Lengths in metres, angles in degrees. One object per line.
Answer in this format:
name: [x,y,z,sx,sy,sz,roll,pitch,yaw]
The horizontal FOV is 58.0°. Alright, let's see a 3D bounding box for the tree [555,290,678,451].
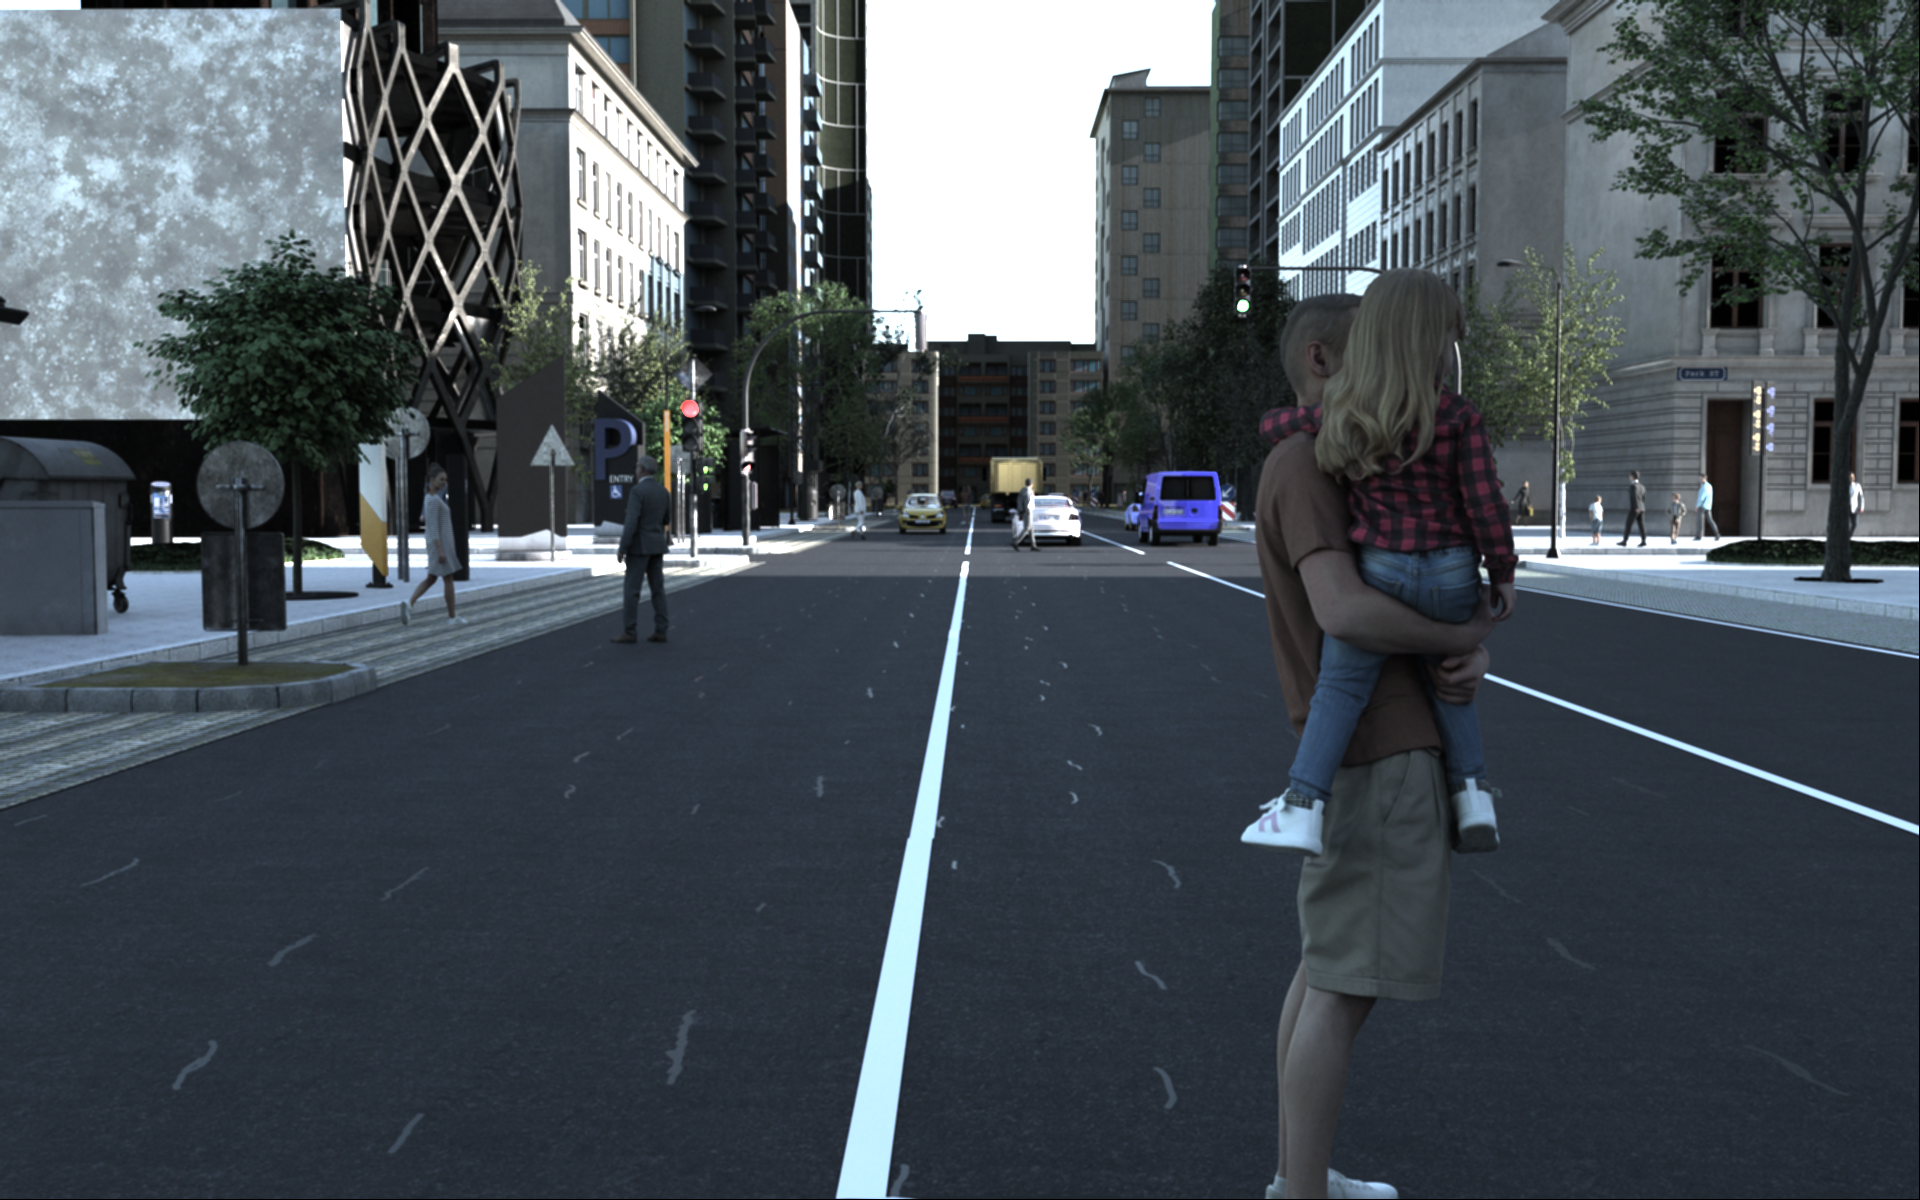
tree: [-12.212,-6.810,61.703,4.360,8.622,3.978,0,3,0]

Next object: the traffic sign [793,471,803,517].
traffic sign: [-8.929,-5.819,95.254,0.768,2.556,0.104,0,4,3]

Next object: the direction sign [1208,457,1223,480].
direction sign: [13.855,-6.259,94.334,0.876,3.537,0.379,1,4,17]

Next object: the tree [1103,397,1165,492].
tree: [12.784,-10.805,127.018,4.737,8.622,4.395,0,3,0]

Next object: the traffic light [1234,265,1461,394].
traffic light: [7.812,-3.666,34.610,4.771,5.953,1.251,0,4,1]

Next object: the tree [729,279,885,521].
tree: [-7.281,-9.599,82.698,9.928,11.665,9.643,0,3,0]

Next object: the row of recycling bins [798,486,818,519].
row of recycling bins: [-8.007,-5.128,90.954,1.069,1.692,3.534,0,4,-7]

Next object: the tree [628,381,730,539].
tree: [-8.389,-4.086,50.522,4.285,4.588,4.351,0,3,0]

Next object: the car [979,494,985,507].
car: [3.096,-10.751,185.995,2.015,1.641,3.980,0,4,-1]

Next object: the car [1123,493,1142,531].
car: [7.409,-3.577,68.079,1.945,1.707,3.694,0,4,1]

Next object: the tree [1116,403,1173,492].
tree: [14.380,-11.291,134.977,4.360,8.622,3.978,0,3,0]

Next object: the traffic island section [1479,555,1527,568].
traffic island section: [9.945,-0.768,34.845,2.009,0.180,2.903,0,4,1]

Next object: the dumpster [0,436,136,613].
dumpster: [-9.576,-0.746,17.959,1.264,1.857,1.865,0,4,1]

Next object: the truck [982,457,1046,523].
truck: [2.870,-5.749,89.918,3.469,3.379,9.791,0,4,1]

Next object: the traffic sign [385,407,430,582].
traffic sign: [-8.062,-1.532,25.149,0.768,2.556,0.104,0,4,6]

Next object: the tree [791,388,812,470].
tree: [-11.668,-9.882,111.936,4.360,8.622,3.978,0,3,0]

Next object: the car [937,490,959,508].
car: [-1.279,-10.407,178.826,2.281,1.827,5.304,0,4,1]

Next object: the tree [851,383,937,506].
tree: [-7.068,-17.075,189.540,12.009,13.543,11.850,0,3,0]

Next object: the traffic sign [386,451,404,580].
traffic sign: [-8.399,-1.580,25.932,0.768,2.556,0.104,0,4,6]

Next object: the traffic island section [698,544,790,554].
traffic island section: [-5.318,-1.266,42.984,2.009,0.180,2.903,0,4,1]

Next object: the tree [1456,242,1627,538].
tree: [17.240,-6.095,50.018,4.737,8.622,4.395,0,3,0]

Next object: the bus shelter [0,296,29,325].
bus shelter: [-9.149,-1.131,12.411,2.014,3.302,5.546,0,4,1]

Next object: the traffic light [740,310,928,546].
traffic light: [-3.185,-4.171,42.863,4.771,5.953,1.251,0,4,1]

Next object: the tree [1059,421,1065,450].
tree: [13.250,-13.990,154.488,9.928,11.665,9.643,0,3,0]

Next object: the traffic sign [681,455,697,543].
traffic sign: [-7.203,-2.747,45.015,0.768,2.556,0.104,1,4,10]

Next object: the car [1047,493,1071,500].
car: [6.780,-6.905,121.939,2.155,1.783,4.494,0,4,2]

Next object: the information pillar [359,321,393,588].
information pillar: [-8.023,-1.976,23.669,0.504,3.616,0.183,2,4,34]

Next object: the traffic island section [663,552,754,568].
traffic island section: [-5.396,-0.778,34.999,2.009,0.180,2.903,0,4,1]

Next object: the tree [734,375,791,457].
tree: [-12.286,-9.462,105.066,4.737,8.622,4.395,0,3,0]

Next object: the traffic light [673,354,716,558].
traffic light: [-5.356,-2.810,34.864,0.839,4.253,0.868,0,4,1]

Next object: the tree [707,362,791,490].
tree: [-12.253,-8.909,96.022,4.360,8.622,3.978,0,3,0]

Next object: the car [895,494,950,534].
car: [-1.372,-3.268,63.657,2.015,1.641,3.980,0,4,-1]

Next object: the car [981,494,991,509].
car: [2.949,-9.381,163.602,2.015,1.641,3.980,0,4,2]

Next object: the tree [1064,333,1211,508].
tree: [13.532,-11.351,111.341,9.928,11.665,9.643,0,3,0]

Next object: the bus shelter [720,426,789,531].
bus shelter: [-7.419,-4.389,63.037,1.731,3.624,6.357,0,4,1]

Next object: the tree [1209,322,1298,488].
tree: [12.832,-7.502,73.020,4.360,8.622,3.978,0,3,0]

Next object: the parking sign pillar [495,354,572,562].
parking sign pillar: [-8.274,-2.752,33.465,1.447,3.967,1.447,-1,4,-12]

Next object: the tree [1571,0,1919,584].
tree: [13.017,-6.069,24.986,9.928,11.665,9.643,0,3,0]

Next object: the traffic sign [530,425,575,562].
traffic sign: [-7.641,-1.983,32.429,0.884,2.594,0.081,1,4,10]

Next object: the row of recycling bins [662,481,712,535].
row of recycling bins: [-8.964,-2.979,55.820,1.069,1.692,3.534,1,4,17]

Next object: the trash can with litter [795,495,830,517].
trash can with litter: [-8.277,-5.340,98.363,2.233,1.210,1.678,-1,4,-13]

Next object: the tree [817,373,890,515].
tree: [-6.780,-9.495,105.612,4.737,8.622,4.395,0,3,0]

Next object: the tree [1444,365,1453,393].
tree: [17.424,-6.521,56.975,4.737,8.622,4.395,0,3,0]

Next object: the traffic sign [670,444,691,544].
traffic sign: [-7.206,-2.703,44.303,0.768,2.556,0.104,0,4,8]

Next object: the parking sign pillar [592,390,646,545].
parking sign pillar: [-8.744,-3.426,44.487,1.447,3.967,1.447,1,4,19]

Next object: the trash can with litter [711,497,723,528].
trash can with litter: [-9.142,-3.277,64.972,0.624,1.170,1.055,-1,4,-9]

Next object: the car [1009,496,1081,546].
car: [2.443,-2.260,49.310,2.083,1.381,4.827,0,4,1]

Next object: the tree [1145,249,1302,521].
tree: [13.540,-10.067,81.598,9.611,12.733,9.660,0,3,0]

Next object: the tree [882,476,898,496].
tree: [-6.703,-10.618,168.208,1.663,3.219,1.824,0,3,0]

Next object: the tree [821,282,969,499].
tree: [-5.911,-18.230,153.946,12.611,20.169,13.585,0,3,0]

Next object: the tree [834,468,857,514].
tree: [-7.302,-7.163,111.715,1.663,3.219,1.824,0,3,0]

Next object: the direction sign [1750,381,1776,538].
direction sign: [16.144,-2.623,34.887,0.876,3.537,0.379,-3,4,-38]

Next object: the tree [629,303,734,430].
tree: [-12.104,-7.185,67.832,4.737,8.622,4.395,0,3,0]

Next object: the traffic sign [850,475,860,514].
traffic sign: [-6.934,-6.914,113.147,0.768,2.556,0.104,1,4,9]

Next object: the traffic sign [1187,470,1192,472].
traffic sign: [12.332,-5.646,92.415,0.768,2.556,0.104,1,4,10]

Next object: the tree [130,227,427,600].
tree: [-8.328,-2.306,21.409,4.285,4.588,4.351,0,3,0]

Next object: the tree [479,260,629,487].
tree: [-12.963,-6.361,54.359,4.737,8.622,4.395,0,3,0]

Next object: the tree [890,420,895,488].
tree: [-6.695,-10.994,130.111,4.737,8.622,4.395,0,3,0]
